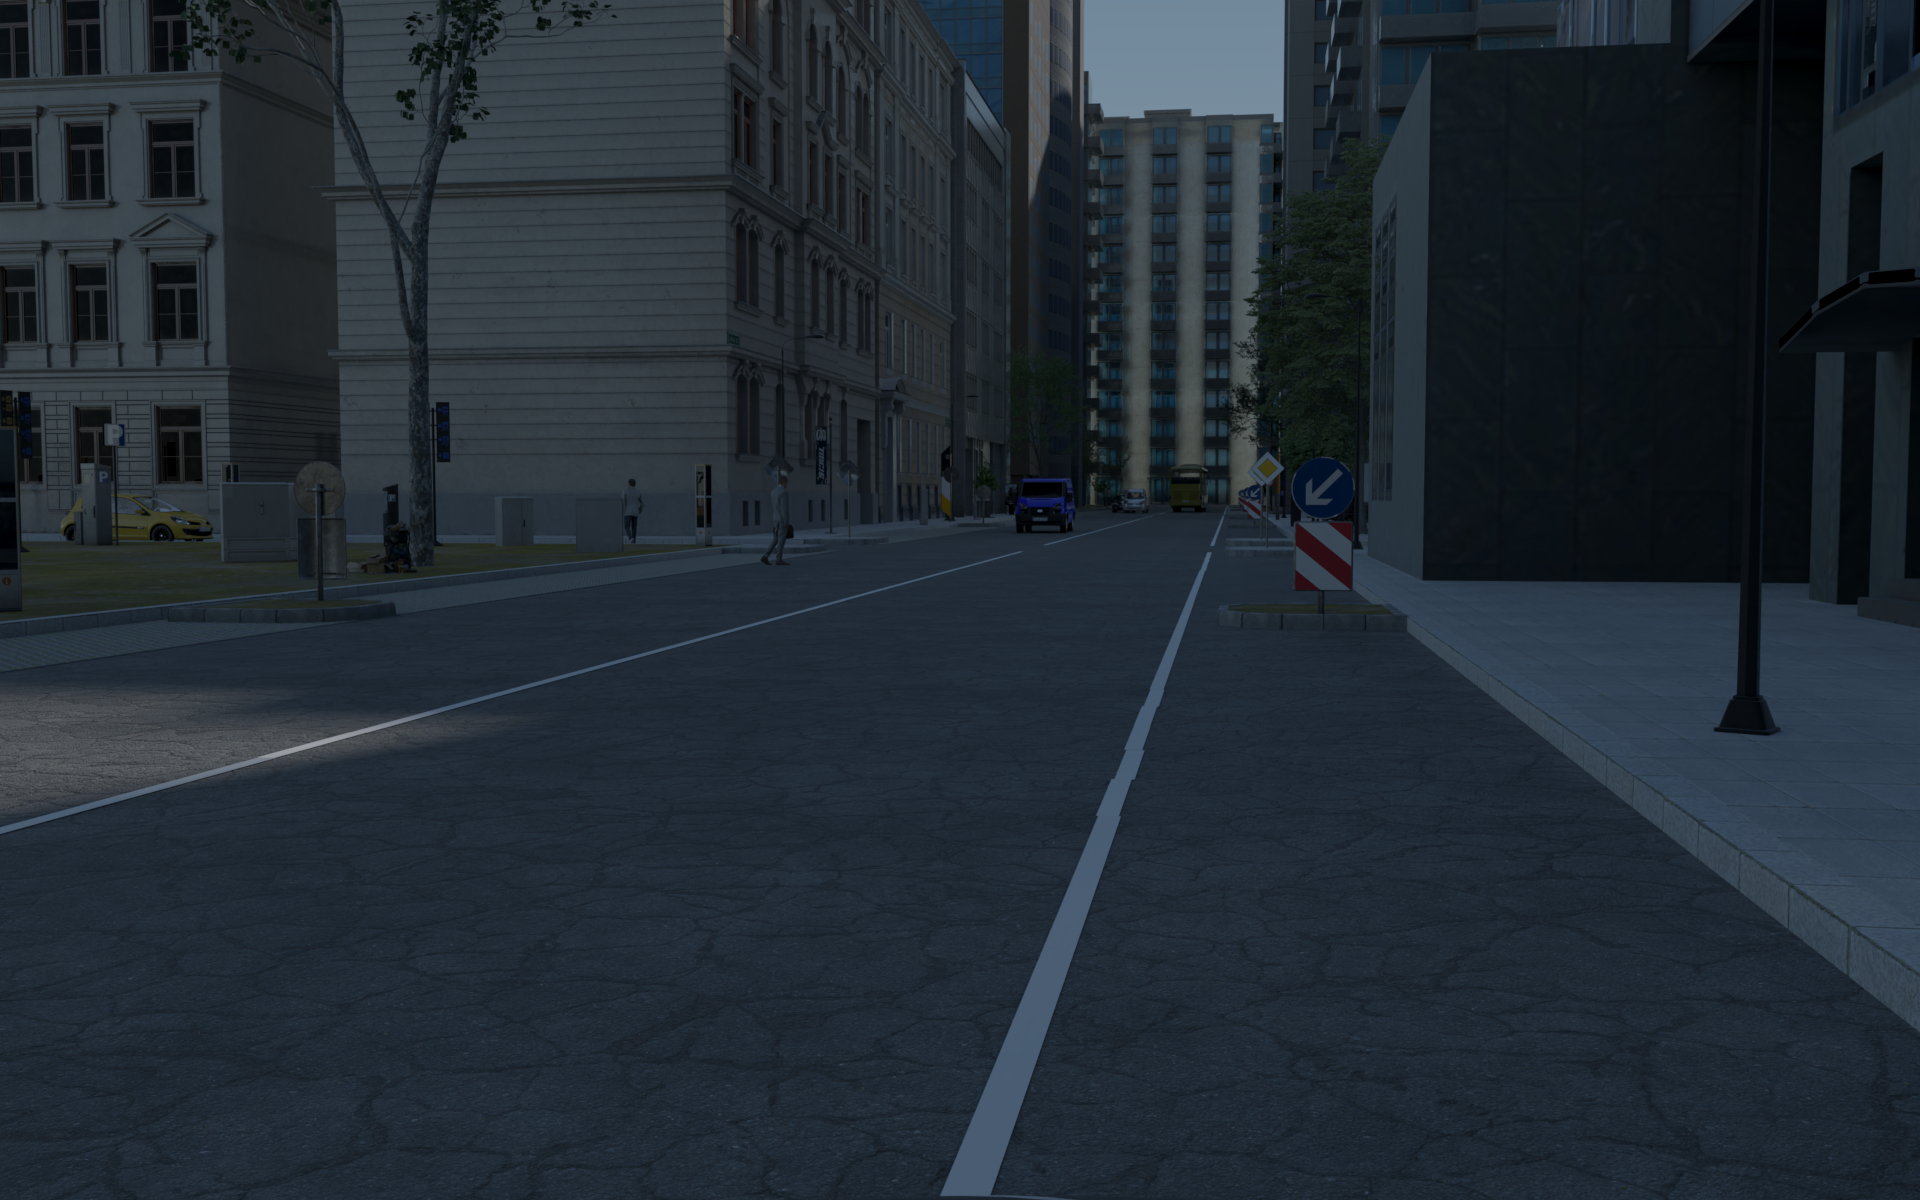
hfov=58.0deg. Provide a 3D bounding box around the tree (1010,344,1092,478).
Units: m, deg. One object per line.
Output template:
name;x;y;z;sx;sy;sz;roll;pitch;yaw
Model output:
tree;5.591;-11.918;120.615;9.928;11.665;9.643;0;3;0

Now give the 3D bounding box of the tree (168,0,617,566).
tree;-10.868;-10.709;30.987;12.611;20.169;13.585;0;3;0

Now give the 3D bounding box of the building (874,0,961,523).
building;-8.090;-18.314;85.331;13.634;28.700;20.117;1;4;9

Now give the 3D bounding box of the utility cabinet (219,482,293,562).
utility cabinet;-13.271;-1.464;32.613;1.173;1.500;0.318;-2;4;-31

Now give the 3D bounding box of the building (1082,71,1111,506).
building;0.012;-34.805;188.665;30.456;49.044;23.786;1;4;9

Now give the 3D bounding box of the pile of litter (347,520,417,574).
pile of litter;-9.481;-0.883;28.398;1.176;0.858;1.719;0;4;-8

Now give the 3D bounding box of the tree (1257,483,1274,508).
tree;29.852;-10.872;172.364;1.663;3.219;1.824;0;3;0

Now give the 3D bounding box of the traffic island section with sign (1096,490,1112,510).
traffic island section with sign;12.943;-8.740;151.529;1.989;1.847;2.006;1;4;9

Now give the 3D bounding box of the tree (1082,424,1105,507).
tree;12.470;-13.514;171.312;4.737;8.622;4.395;0;3;0

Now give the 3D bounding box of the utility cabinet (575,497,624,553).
utility cabinet;-7.940;-1.650;38.143;1.020;1.237;0.306;-1;4;-12

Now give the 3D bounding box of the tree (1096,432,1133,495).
tree;18.194;-15.388;201.948;4.360;8.622;3.978;0;3;0

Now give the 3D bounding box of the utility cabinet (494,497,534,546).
utility cabinet;-11.053;-1.946;42.987;0.306;1.237;1.020;2;4;33

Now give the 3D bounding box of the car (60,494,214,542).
car;-22.968;-2.337;48.440;3.980;1.641;2.015;0;4;8

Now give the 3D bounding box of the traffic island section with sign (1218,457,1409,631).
traffic island section with sign;3.875;-0.647;19.211;1.989;1.847;2.006;1;4;9

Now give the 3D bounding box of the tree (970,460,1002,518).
tree;1.261;-6.055;93.608;1.663;3.219;1.824;0;3;0

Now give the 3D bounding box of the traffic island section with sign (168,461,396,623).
traffic island section with sign;-7.701;-0.700;20.072;1.989;1.847;2.006;1;4;9

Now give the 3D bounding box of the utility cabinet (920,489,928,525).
utility cabinet;-1.519;-3.880;72.113;0.318;1.500;1.173;0;4;-4

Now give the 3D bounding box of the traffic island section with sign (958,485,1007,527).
traffic island section with sign;1.022;-4.098;75.636;1.989;1.847;2.006;1;4;9

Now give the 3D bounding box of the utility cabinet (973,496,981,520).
utility cabinet;0.858;-4.630;86.863;0.306;1.237;1.020;0;4;-5

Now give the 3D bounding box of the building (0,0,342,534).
building;-32.156;-13.757;61.079;21.152;22.565;11.583;1;4;9

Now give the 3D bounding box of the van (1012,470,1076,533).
van;3.236;-3.729;65.353;2.240;2.365;5.245;0;4;8

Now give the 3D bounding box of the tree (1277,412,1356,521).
tree;13.561;-4.972;65.005;4.285;4.588;4.351;0;3;0

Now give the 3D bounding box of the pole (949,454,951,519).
pole;-0.536;-5.793;88.558;0.158;3.312;0.155;0;3;0

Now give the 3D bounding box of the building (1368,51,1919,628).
building;17.104;-43.040;16.372;22.319;86.520;31.000;1;4;9

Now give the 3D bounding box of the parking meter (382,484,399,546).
parking meter;-13.982;-2.088;42.550;0.372;1.533;0.369;0;3;0

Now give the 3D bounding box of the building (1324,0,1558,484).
building;32.881;-29.404;100.369;23.786;49.044;30.456;1;4;9

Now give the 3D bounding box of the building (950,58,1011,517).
building;-4.156;-17.558;105.093;12.078;24.808;19.932;1;4;9

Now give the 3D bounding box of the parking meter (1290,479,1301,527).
parking meter;13.306;-3.842;68.526;0.399;1.863;0.255;-1;4;-11

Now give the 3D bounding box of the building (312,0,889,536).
building;-11.378;-16.893;63.583;14.401;28.519;23.554;1;4;9

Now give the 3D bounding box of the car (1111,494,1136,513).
car;12.798;-7.658;134.994;2.009;1.686;4.222;1;4;8

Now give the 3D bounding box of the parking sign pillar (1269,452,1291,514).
parking sign pillar;20.456;-7.465;110.522;1.447;3.967;1.447;0;4;-1

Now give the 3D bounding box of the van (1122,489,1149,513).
van;13.161;-7.491;129.481;2.013;2.044;4.112;1;4;10

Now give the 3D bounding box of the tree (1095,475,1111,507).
tree;14.672;-11.173;177.282;1.663;3.219;1.824;0;3;0

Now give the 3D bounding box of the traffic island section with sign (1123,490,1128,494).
traffic island section with sign;17.243;-10.417;178.948;1.989;1.847;2.006;1;4;9

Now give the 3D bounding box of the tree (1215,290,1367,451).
tree;15.269;-8.893;79.819;7.601;10.594;8.767;-1;4;-17

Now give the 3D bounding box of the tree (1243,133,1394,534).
tree;12.693;-8.367;54.925;7.486;12.596;7.792;0;3;0

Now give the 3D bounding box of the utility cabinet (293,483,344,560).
utility cabinet;-12.441;-1.505;33.279;1.173;1.500;0.318;1;4;15

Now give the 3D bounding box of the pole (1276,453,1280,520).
pole;15.759;-5.627;85.838;0.158;3.312;0.155;0;3;0
